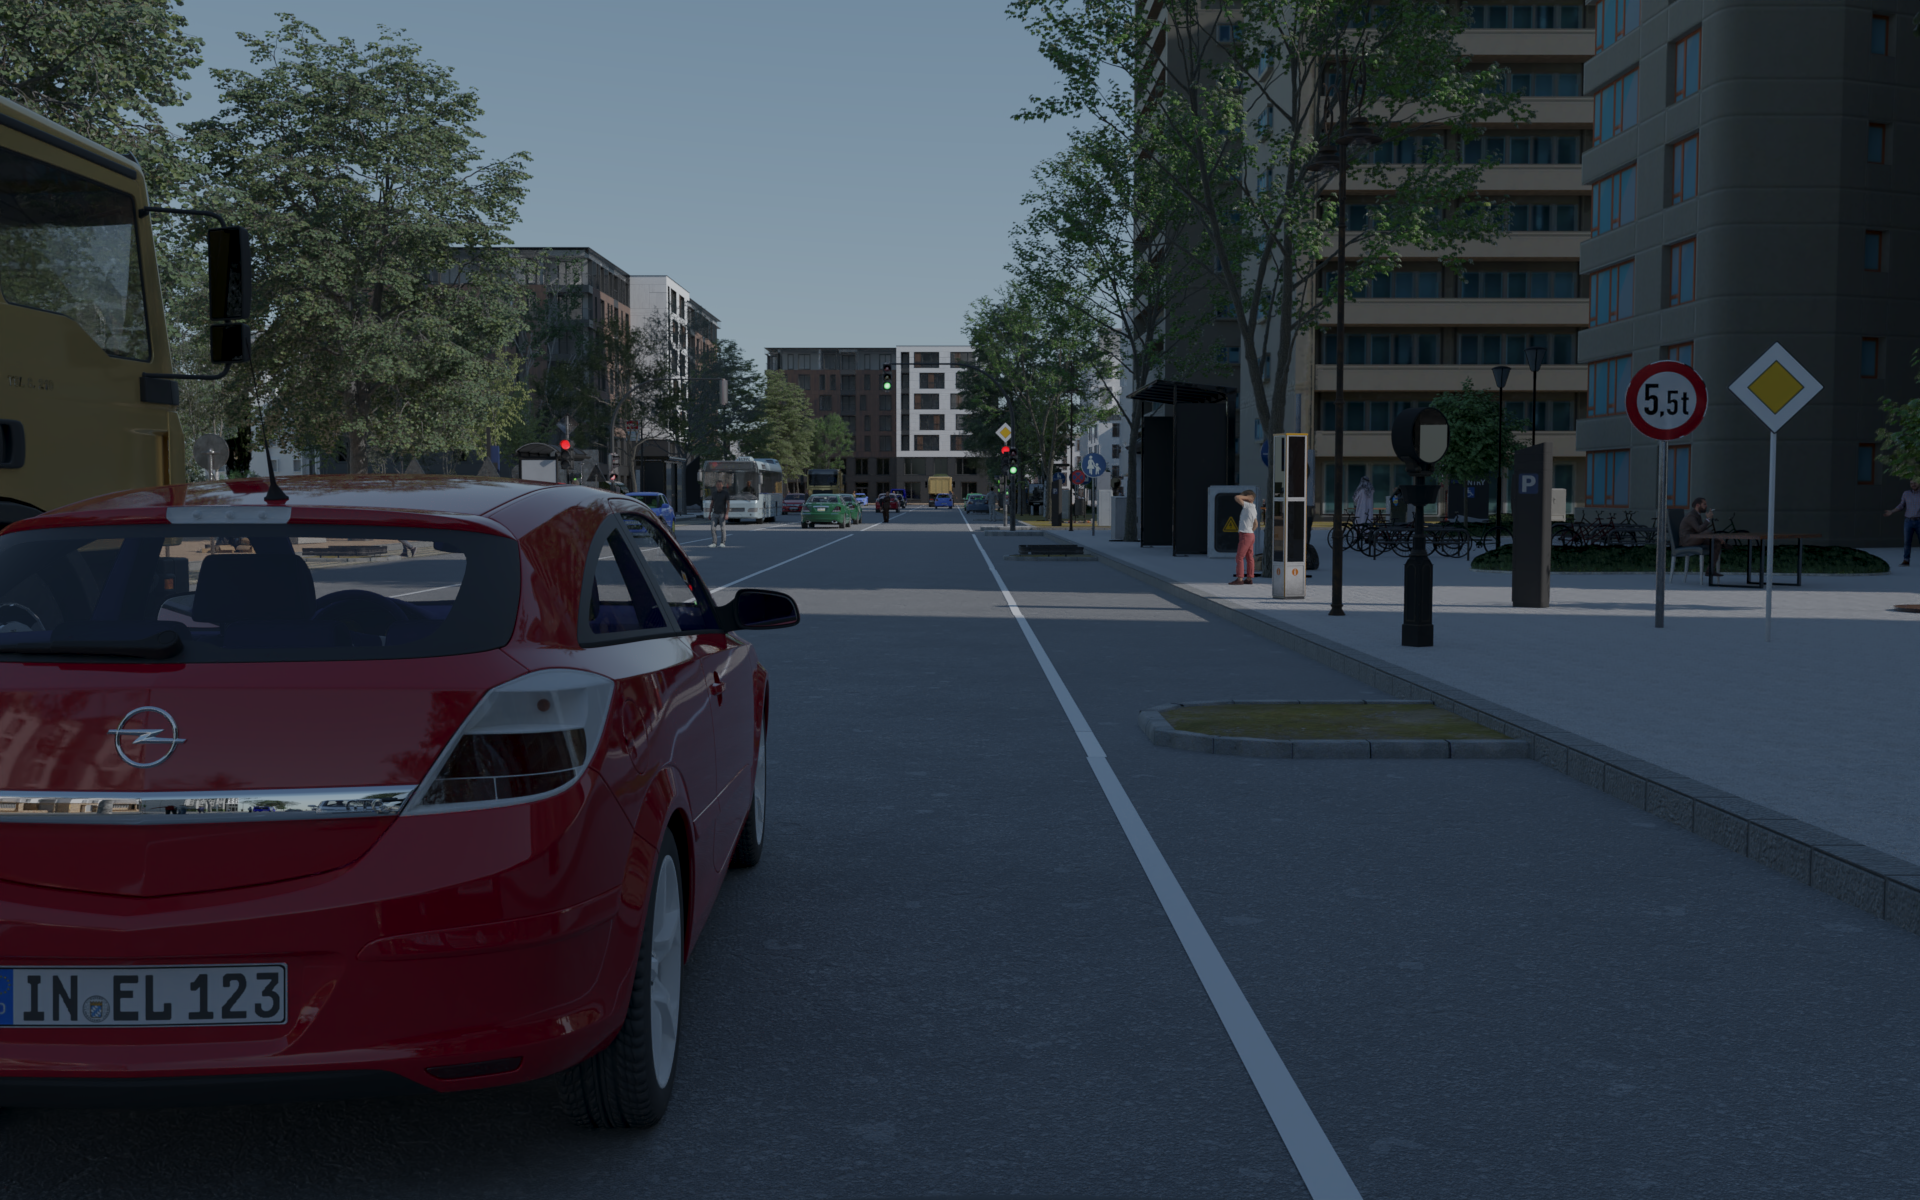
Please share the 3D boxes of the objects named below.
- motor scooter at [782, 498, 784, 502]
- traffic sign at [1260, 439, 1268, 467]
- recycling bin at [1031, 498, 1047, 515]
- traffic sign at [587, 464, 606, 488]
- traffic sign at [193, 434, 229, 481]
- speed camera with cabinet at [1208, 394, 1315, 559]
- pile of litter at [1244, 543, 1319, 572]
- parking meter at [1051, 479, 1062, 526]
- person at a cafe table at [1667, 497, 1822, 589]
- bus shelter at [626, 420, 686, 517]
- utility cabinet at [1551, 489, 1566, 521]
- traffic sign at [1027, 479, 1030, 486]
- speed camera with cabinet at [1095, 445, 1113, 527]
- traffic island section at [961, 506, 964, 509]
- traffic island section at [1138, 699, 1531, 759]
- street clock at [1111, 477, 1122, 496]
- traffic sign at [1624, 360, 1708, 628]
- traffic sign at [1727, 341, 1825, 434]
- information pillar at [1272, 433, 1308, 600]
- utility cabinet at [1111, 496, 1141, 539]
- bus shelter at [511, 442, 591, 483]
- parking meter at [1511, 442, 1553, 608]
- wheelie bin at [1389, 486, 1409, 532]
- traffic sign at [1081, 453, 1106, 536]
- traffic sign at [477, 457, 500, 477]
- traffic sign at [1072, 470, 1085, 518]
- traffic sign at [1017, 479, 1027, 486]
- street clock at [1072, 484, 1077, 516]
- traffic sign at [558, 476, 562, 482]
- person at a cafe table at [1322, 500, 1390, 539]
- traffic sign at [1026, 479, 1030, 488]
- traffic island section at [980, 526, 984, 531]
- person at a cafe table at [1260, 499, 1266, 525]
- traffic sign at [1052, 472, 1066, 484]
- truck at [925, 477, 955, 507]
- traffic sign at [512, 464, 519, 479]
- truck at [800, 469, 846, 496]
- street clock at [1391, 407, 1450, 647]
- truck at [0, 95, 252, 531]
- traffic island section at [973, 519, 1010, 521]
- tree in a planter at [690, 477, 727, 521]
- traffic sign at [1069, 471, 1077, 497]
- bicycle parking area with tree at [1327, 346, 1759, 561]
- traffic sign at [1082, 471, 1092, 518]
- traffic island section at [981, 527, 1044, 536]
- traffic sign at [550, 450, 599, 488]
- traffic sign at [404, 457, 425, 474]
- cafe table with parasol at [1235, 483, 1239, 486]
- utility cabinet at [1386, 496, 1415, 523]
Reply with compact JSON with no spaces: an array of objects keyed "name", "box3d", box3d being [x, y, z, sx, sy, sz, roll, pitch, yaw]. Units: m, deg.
[{"name":"motor scooter","box3d":[-14.111,-7.714,138.900,0.815,1.314,1.986,0,4,1]},{"name":"traffic sign","box3d":[6.897,-2.296,37.644,0.768,2.556,0.104,0,4,3]},{"name":"recycling bin","box3d":[4.754,-5.623,104.483,0.722,1.027,0.722,2,4,32]},{"name":"traffic sign","box3d":[-15.493,-4.512,73.773,0.884,2.594,0.081,1,4,9]},{"name":"traffic sign","box3d":[-15.779,-2.225,36.491,0.768,2.556,0.104,0,4,1]},{"name":"speed camera with cabinet","box3d":[5.956,-2.439,34.214,2.038,3.252,0.660,1,4,15]},{"name":"pile of litter","box3d":[5.372,-0.934,29.232,1.719,0.858,1.176,-2,4,-30]},{"name":"parking meter","box3d":[3.843,-3.869,68.976,0.399,1.863,0.255,2,4,35]},{"name":"person at a cafe table","box3d":[10.830,-0.824,24.338,1.698,1.238,1.726,-3,4,-38]},{"name":"bus shelter","box3d":[-16.998,-7.264,96.405,2.179,5.291,8.768,0,4,0]},{"name":"utility cabinet","box3d":[23.949,-3.765,70.231,1.173,1.500,0.318,-1,4,-10]},{"name":"traffic sign","box3d":[5.030,-7.957,130.094,0.884,2.594,0.081,0,4,4]},{"name":"speed camera with cabinet","box3d":[5.728,-4.551,68.743,0.660,3.252,2.038,0,4,2]},{"name":"traffic island section","box3d":[1.139,-10.664,197.217,1.991,0.108,1.994,0,4,0]},{"name":"traffic island section","box3d":[2.098,0.764,10.368,1.991,0.108,1.994,0,4,0]},{"name":"street clock","box3d":[6.702,-4.283,74.604,0.471,2.002,0.358,1,4,16]},{"name":"traffic sign","box3d":[6.718,-1.006,16.559,0.768,2.556,0.104,0,4,6]},{"name":"traffic sign","box3d":[7.031,-0.930,14.938,0.795,2.593,0.064,0,4,8]},{"name":"information pillar","box3d":[4.017,-1.017,21.118,0.304,2.012,0.304,-1,4,-20]},{"name":"utility cabinet","box3d":[4.813,-2.336,49.357,1.020,1.237,0.306,-2,4,-25]},{"name":"bus shelter","box3d":[-16.596,-4.690,70.600,2.014,3.302,5.546,0,4,0]},{"name":"parking meter","box3d":[6.469,-0.851,19.622,0.399,1.863,0.255,3,5,41]},{"name":"wheelie bin","box3d":[15.068,-3.151,59.434,0.693,1.594,0.980,1,4,12]},{"name":"traffic sign","box3d":[4.108,-3.250,53.251,0.768,2.556,0.104,0,4,3]},{"name":"traffic sign","box3d":[-16.324,-3.664,59.912,0.884,2.594,0.081,0,4,4]},{"name":"traffic sign","box3d":[6.293,-5.644,92.393,0.768,2.556,0.104,0,4,4]},{"name":"traffic sign","box3d":[4.582,-7.779,127.297,0.768,2.556,0.104,0,4,6]},{"name":"street clock","box3d":[6.715,-5.881,100.727,0.358,2.002,0.471,3,4,38]},{"name":"traffic sign","box3d":[-17.756,-4.606,75.308,0.884,2.594,0.081,0,4,8]},{"name":"person at a cafe table","box3d":[11.095,-2.285,48.216,1.698,1.238,1.726,0,4,0]},{"name":"traffic sign","box3d":[5.406,-8.581,140.400,0.768,2.556,0.104,0,4,2]},{"name":"traffic island section","box3d":[1.807,-2.809,68.205,2.009,0.180,2.903,0,4,0]},{"name":"person at a cafe table","box3d":[12.312,-3.703,71.398,1.726,1.238,1.698,-1,4,-18]},{"name":"traffic sign","box3d":[5.738,-6.136,100.437,0.768,2.556,0.104,0,4,1]},{"name":"truck","box3d":[-2.217,-12.068,193.235,3.469,3.379,9.791,0,4,0]},{"name":"traffic sign","box3d":[-18.769,-4.519,73.989,0.768,2.556,0.104,0,4,2]},{"name":"truck","box3d":[-10.590,-8.583,136.251,3.469,3.379,9.791,0,4,-2]},{"name":"street clock","box3d":[3.860,-0.611,14.554,0.471,2.002,0.358,-2,4,-32]},{"name":"truck","box3d":[-5.721,-0.615,5.975,3.469,3.379,9.791,0,4,2]},{"name":"traffic island section","box3d":[1.676,-4.298,93.132,1.991,0.108,1.994,0,4,0]},{"name":"tree in a planter","box3d":[-13.459,-5.892,93.550,1.991,3.239,1.994,0,4,0]},{"name":"traffic sign","box3d":[6.269,-5.729,93.774,0.768,2.556,0.104,0,4,2]},{"name":"bicycle parking area with tree","box3d":[11.816,-3.018,36.339,9.016,4.147,8.231,2,4,24]},{"name":"traffic sign","box3d":[6.679,-5.684,93.042,0.768,2.556,0.104,0,3,0]},{"name":"traffic island section","box3d":[1.848,-2.320,60.220,2.009,0.180,2.903,0,4,0]},{"name":"traffic sign","box3d":[-17.706,-5.241,79.564,2.265,3.308,0.079,0,4,7]},{"name":"traffic sign","box3d":[-18.838,-3.658,59.814,0.884,2.594,0.081,0,4,0]},{"name":"cafe table with parasol","box3d":[21.331,-8.250,139.750,2.610,1.966,2.610,2,4,25]},{"name":"utility cabinet","box3d":[15.450,-3.034,60.760,1.020,1.237,0.306,-1,4,-17]}]
